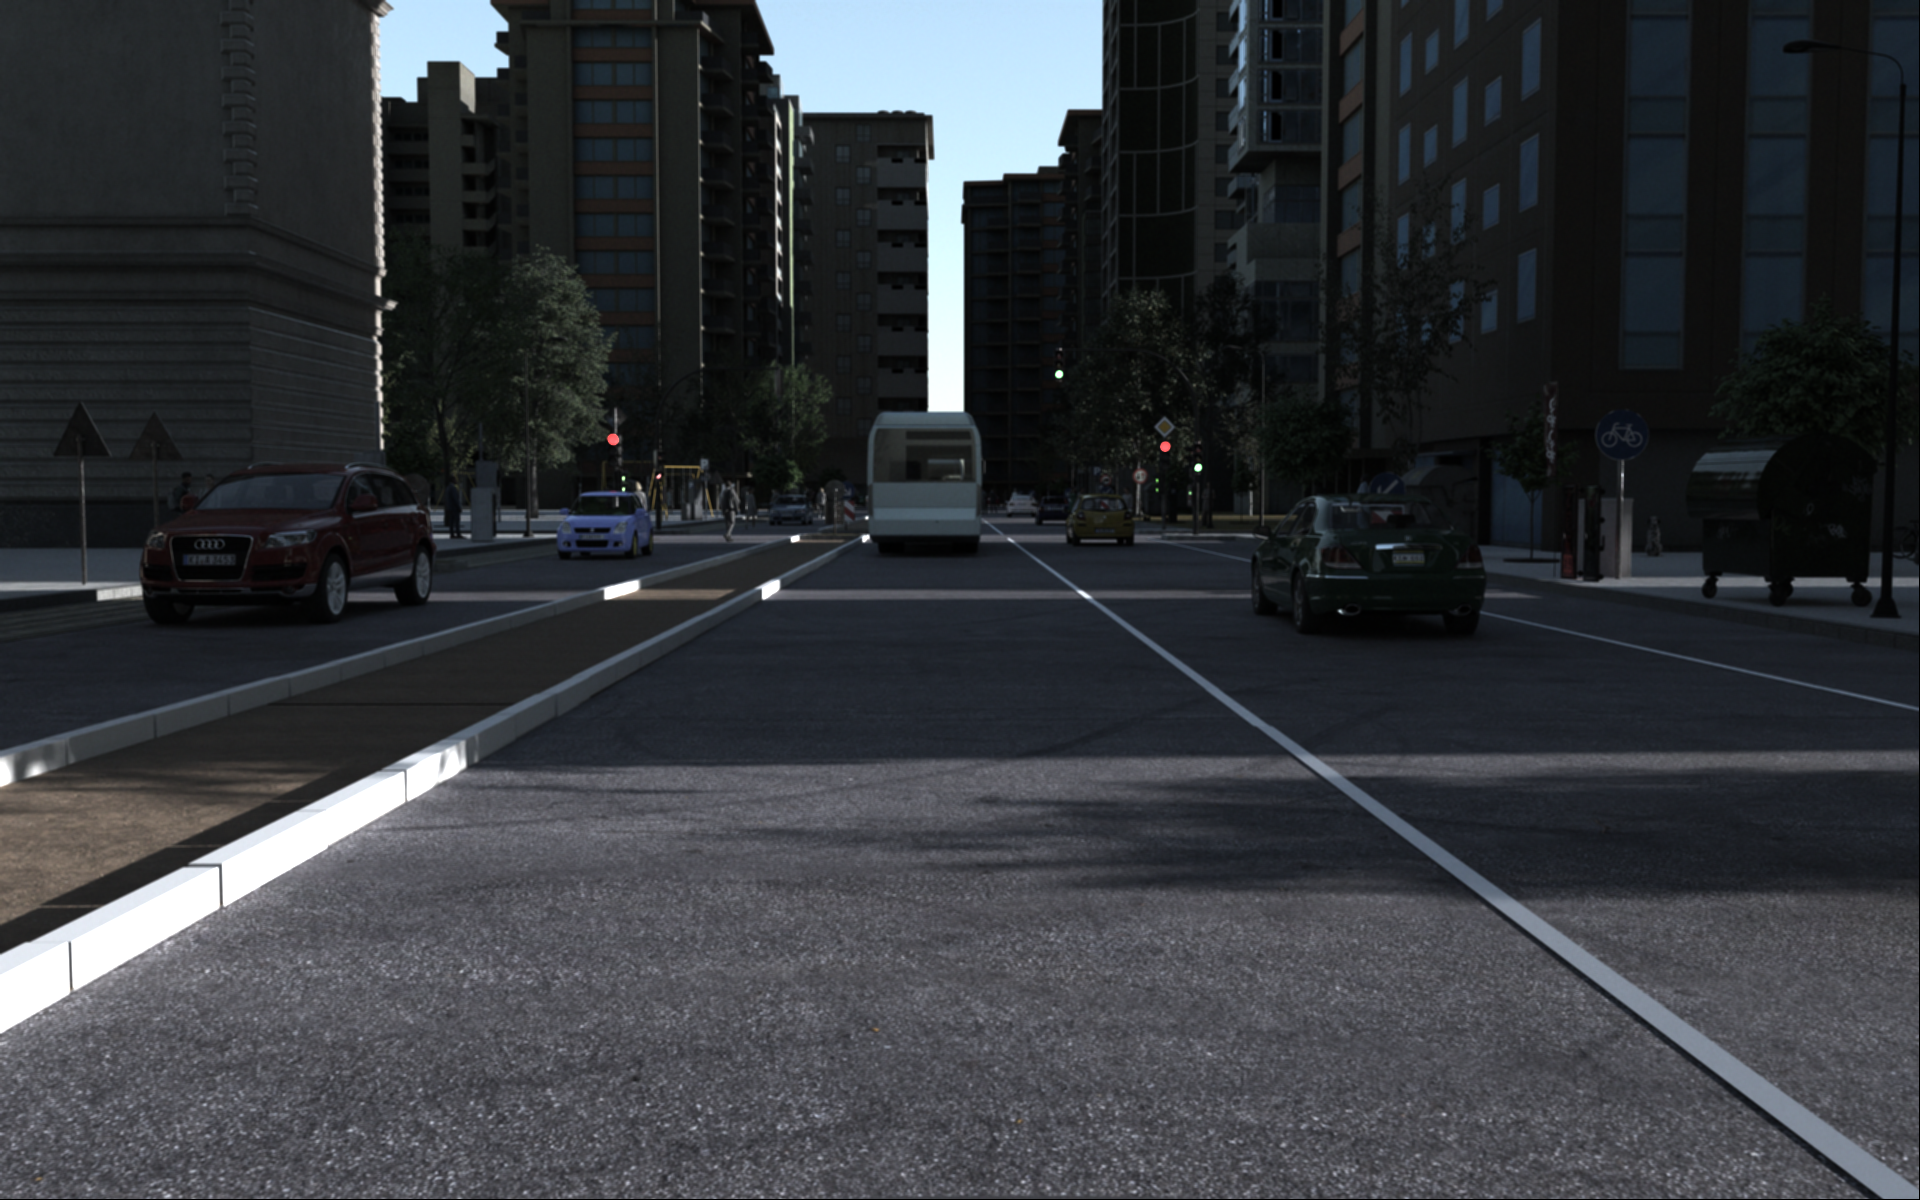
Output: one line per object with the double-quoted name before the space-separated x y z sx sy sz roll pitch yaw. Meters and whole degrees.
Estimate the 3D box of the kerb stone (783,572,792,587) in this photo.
"kerb stone" -2.761 -0.293 26.994 0.120 0.150 1.000 0 4 0

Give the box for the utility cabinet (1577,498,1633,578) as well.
"utility cabinet" 10.039 -0.971 27.041 0.306 1.237 1.020 -1 4 -16

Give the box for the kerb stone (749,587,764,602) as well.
"kerb stone" -2.742 -0.041 22.897 0.120 0.150 1.000 0 4 0

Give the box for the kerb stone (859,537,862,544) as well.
"kerb stone" -2.903 -1.611 48.542 0.120 0.150 1.000 0 4 0

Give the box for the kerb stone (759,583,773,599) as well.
"kerb stone" -2.737 -0.105 23.928 0.120 0.150 1.000 0 4 0

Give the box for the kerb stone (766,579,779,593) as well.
"kerb stone" -2.752 -0.167 24.950 0.120 0.150 1.000 0 4 0

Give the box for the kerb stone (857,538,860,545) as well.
"kerb stone" -2.902 -1.544 47.520 0.120 0.150 1.000 0 4 0

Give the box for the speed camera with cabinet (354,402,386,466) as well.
"speed camera with cabinet" -12.794 -2.656 37.769 0.660 3.252 2.038 -1 4 -12

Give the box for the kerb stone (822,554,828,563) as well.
"kerb stone" -2.825 -0.796 35.204 0.120 0.150 1.000 0 4 0

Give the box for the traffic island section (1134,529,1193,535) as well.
"traffic island section" 7.373 -2.458 62.470 2.009 0.180 2.903 0 4 0

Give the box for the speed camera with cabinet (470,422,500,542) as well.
"speed camera with cabinet" -12.942 -3.235 47.234 0.660 3.252 2.038 -1 4 -9

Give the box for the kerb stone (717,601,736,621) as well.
"kerb stone" -2.714 0.148 19.823 0.120 0.150 1.000 0 4 0

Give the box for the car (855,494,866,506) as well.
"car" -11.660 -11.515 197.069 1.959 1.807 4.718 0 4 -1

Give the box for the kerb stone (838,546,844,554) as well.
"kerb stone" -2.856 -1.109 40.337 0.120 0.150 1.000 0 4 0

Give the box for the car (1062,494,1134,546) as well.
"car" 3.943 -2.381 49.148 2.015 1.641 3.980 0 4 0

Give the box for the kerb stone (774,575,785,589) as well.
"kerb stone" -2.763 -0.231 25.972 0.120 0.150 1.000 0 4 0

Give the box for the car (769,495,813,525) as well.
"car" -7.893 -4.238 81.293 2.014 1.417 4.499 0 4 1

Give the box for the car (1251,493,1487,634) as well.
"car" 4.396 -0.450 19.158 2.131 1.459 4.920 0 4 1

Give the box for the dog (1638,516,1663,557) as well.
"dog" 14.193 -1.302 35.671 0.800 0.831 0.513 -2 4 -31

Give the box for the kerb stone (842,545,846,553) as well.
"kerb stone" -2.861 -1.171 41.366 0.120 0.150 1.000 0 4 0

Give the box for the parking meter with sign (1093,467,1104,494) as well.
"parking meter with sign" 8.863 -6.956 109.987 0.543 3.016 1.738 0 4 -7

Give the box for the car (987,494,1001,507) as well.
"car" 3.685 -11.709 200.478 2.155 1.783 4.494 0 4 1

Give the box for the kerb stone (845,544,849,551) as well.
"kerb stone" -2.870 -1.235 42.388 0.120 0.150 1.000 0 4 0

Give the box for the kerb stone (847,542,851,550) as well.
"kerb stone" -2.878 -1.297 43.423 0.120 0.150 1.000 0 4 0

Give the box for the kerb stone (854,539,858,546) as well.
"kerb stone" -2.895 -1.486 46.498 0.120 0.150 1.000 0 4 0

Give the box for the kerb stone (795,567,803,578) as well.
"kerb stone" -2.782 -0.417 29.050 0.120 0.150 1.000 0 4 0

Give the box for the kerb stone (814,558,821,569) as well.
"kerb stone" -2.797 -0.666 33.148 0.120 0.150 1.000 0 4 0

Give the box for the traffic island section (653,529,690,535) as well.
"traffic island section" -10.868 -2.451 62.350 2.009 0.180 2.903 0 4 0

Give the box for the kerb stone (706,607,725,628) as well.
"kerb stone" -2.706 0.213 18.801 0.120 0.150 1.000 0 4 0

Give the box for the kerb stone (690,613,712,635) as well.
"kerb stone" -2.703 0.270 17.779 0.120 0.150 1.000 0 4 0

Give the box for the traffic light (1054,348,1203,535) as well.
"traffic light" 5.297 -4.865 54.215 4.771 5.953 1.251 0 4 0

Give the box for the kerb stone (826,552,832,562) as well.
"kerb stone" -2.819 -0.858 36.234 0.120 0.150 1.000 0 4 0

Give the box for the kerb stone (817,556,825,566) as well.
"kerb stone" -2.813 -0.727 34.170 0.120 0.150 1.000 0 4 0

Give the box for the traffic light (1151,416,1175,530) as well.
"traffic light" 7.333 -4.491 62.355 0.839 4.253 0.868 0 4 0

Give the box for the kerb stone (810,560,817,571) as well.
"kerb stone" -2.798 -0.607 32.122 0.120 0.150 1.000 0 4 0

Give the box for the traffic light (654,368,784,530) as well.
"traffic light" -8.736 -5.358 62.265 4.771 5.953 1.251 0 4 0

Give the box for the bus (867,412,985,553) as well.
"bus" -0.765 -3.088 45.351 2.948 3.499 13.247 0 4 0

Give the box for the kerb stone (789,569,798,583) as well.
"kerb stone" -2.769 -0.357 28.028 0.120 0.150 1.000 0 4 0

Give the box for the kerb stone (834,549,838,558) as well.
"kerb stone" -2.844 -0.982 38.292 0.120 0.150 1.000 0 4 0

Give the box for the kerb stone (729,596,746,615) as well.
"kerb stone" -2.720 0.082 20.849 0.120 0.150 1.000 0 4 0

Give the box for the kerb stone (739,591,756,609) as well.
"kerb stone" -2.731 0.020 21.871 0.120 0.150 1.000 0 4 0

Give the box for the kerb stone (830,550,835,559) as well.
"kerb stone" -2.835 -0.921 37.264 0.120 0.150 1.000 0 4 0

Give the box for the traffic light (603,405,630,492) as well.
"traffic light" -10.773 -3.994 54.230 0.839 4.253 0.868 0 4 0

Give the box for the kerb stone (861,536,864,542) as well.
"kerb stone" -2.916 -1.675 49.579 0.120 0.150 1.000 0 4 0

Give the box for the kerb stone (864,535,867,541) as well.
"kerb stone" -2.933 -1.800 51.628 0.120 0.150 1.000 0 4 0

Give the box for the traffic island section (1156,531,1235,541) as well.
"traffic island section" 7.428 -1.970 54.485 2.009 0.180 2.903 0 4 0

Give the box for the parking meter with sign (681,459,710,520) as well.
"parking meter with sign" -12.983 -5.415 84.788 0.543 3.016 1.738 2 4 29

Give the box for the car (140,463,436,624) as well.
"car" -7.921 -0.744 20.842 2.281 1.827 5.304 0 4 0

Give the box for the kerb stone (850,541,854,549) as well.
"kerb stone" -2.880 -1.358 44.445 0.120 0.150 1.000 0 4 0

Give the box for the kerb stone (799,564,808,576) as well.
"kerb stone" -2.786 -0.482 30.072 0.120 0.150 1.000 0 4 0

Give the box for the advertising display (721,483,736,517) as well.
"advertising display" -13.231 -5.744 99.121 0.974 1.923 0.123 2 4 25

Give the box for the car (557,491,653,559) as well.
"car" -8.030 -1.817 39.305 1.945 1.707 3.694 0 4 -2

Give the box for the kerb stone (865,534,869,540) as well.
"kerb stone" -2.938 -1.863 52.649 0.120 0.150 1.000 0 4 0

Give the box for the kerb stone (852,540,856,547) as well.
"kerb stone" -2.883 -1.419 45.467 0.120 0.150 1.000 0 4 0

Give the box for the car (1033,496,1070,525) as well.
"car" 4.412 -4.183 80.972 1.945 1.354 3.894 0 4 1

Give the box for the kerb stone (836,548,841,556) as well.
"kerb stone" -2.852 -1.041 39.315 0.120 0.150 1.000 0 4 0

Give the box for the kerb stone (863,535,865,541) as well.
"kerb stone" -2.925 -1.737 50.601 0.120 0.150 1.000 0 4 0

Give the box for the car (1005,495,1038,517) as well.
"car" 3.858 -5.858 108.143 2.083 1.381 4.827 0 4 1

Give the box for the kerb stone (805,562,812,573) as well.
"kerb stone" -2.796 -0.544 31.094 0.120 0.150 1.000 0 4 0
